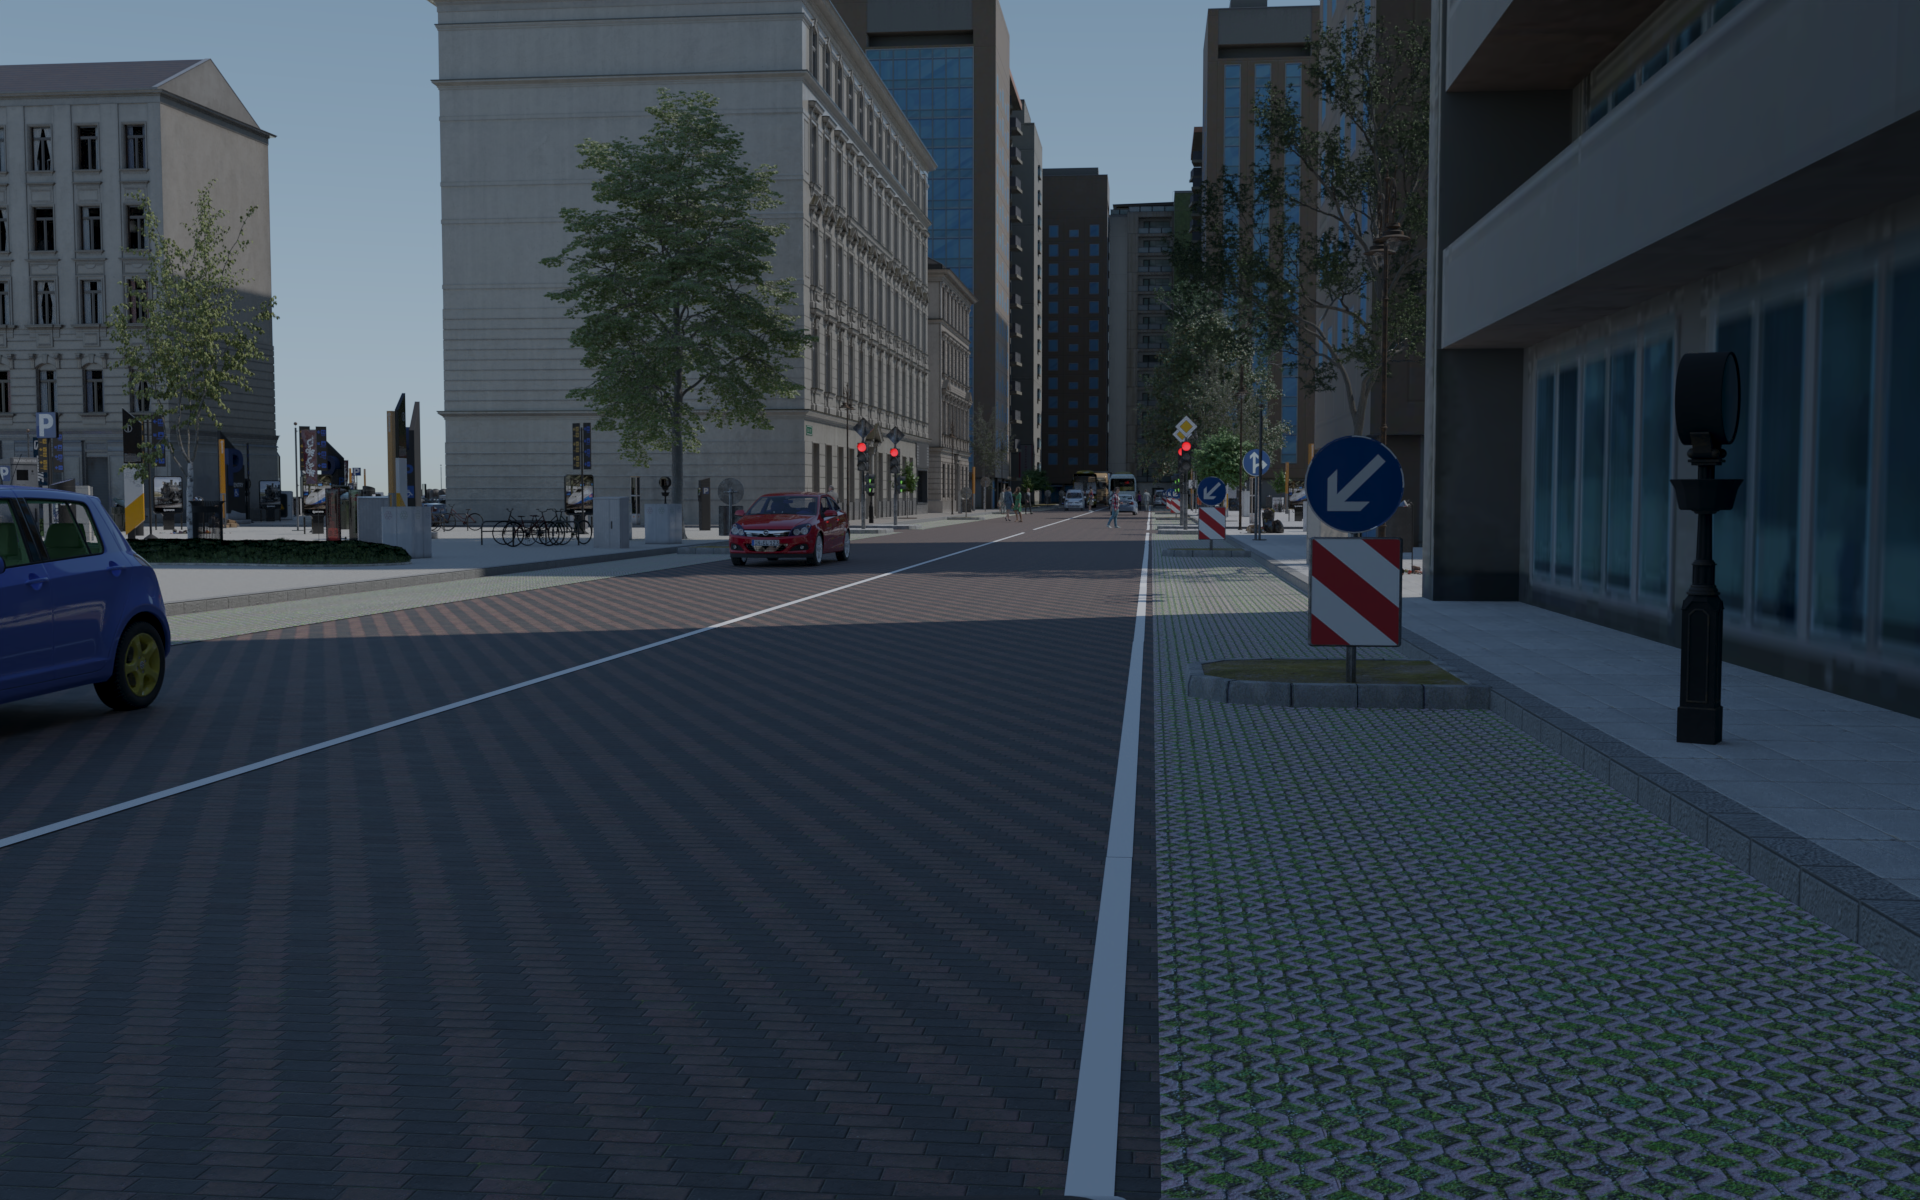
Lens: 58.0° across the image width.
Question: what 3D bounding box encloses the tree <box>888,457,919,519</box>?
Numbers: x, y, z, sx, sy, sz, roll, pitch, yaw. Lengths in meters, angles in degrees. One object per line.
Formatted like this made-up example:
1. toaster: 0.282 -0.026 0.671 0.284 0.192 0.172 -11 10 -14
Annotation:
1. tree: -2.735 -5.870 90.574 1.663 3.219 1.824 0 3 0

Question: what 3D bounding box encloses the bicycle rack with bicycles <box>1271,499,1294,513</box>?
1. bicycle rack with bicycles: 22.511 -6.469 119.147 2.852 0.926 2.925 2 4 28

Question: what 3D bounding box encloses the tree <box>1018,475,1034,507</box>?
1. tree: 6.753 -11.128 176.541 1.663 3.219 1.824 0 3 0

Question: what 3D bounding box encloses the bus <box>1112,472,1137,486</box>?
1. bus: 17.836 -12.105 189.461 2.896 3.916 12.252 0 4 6

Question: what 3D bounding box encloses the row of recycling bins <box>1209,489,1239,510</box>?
1. row of recycling bins: 20.894 -7.932 136.798 1.069 1.692 3.534 -3 5 -44

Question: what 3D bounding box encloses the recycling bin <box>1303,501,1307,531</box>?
1. recycling bin: 12.223 -2.863 59.364 0.722 1.027 0.722 -1 4 -11

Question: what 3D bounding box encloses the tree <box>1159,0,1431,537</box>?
1. tree: 7.473 -6.044 33.236 8.767 10.594 7.601 2 4 32

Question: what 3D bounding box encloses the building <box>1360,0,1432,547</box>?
1. building: 17.408 -24.235 46.349 14.600 45.320 14.200 0 4 6

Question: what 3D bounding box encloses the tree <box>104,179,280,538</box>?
1. tree: -18.271 -5.540 40.943 4.737 8.622 4.395 0 3 0

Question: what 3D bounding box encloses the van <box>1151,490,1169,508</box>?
1. van: 20.875 -10.561 179.681 2.013 2.044 4.112 0 4 5

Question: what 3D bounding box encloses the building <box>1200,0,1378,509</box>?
1. building: 29.129 -31.043 157.657 14.600 45.320 14.200 0 4 6

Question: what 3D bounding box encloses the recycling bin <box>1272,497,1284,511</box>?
1. recycling bin: 23.690 -7.120 128.965 0.722 1.027 0.722 1 4 21

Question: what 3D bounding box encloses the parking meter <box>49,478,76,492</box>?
1. parking meter: -14.164 -1.159 27.366 0.372 1.533 0.369 0 3 0

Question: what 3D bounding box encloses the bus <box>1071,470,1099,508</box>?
1. bus: 13.285 -11.755 183.737 2.896 3.916 12.252 0 4 4

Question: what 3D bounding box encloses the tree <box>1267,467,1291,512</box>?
1. tree: 22.952 -7.886 123.531 1.663 3.219 1.824 0 3 0

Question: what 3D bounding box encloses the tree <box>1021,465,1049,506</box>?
1. tree: 8.347 -12.791 192.854 4.285 4.588 4.351 0 3 0

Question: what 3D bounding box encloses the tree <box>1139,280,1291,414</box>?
1. tree: 20.914 -17.460 141.361 12.611 20.169 13.585 0 3 0

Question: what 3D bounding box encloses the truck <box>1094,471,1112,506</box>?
1. truck: 17.517 -13.965 217.247 2.839 4.237 11.283 0 4 8

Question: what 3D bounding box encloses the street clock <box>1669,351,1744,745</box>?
1. street clock: 3.830 -0.265 8.910 0.358 2.002 0.471 2 4 35

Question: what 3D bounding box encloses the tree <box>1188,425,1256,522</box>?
1. tree: 12.442 -5.975 81.413 4.285 4.588 4.351 0 3 0

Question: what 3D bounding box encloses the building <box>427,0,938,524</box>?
1. building: -12.020 -19.445 94.336 17.030 29.872 44.131 0 4 6

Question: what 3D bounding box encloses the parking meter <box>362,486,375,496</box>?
1. parking meter: -17.875 -2.691 52.412 0.372 1.533 0.369 0 3 0

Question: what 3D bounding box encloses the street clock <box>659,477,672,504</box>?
1. street clock: -12.191 -4.104 71.665 0.471 2.002 0.358 1 4 20

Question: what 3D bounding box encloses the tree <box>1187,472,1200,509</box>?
1. tree: 20.543 -9.553 150.799 1.663 3.219 1.824 0 3 0

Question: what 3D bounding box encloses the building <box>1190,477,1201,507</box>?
1. building: 39.891 -29.603 175.897 32.217 40.220 23.993 0 4 6

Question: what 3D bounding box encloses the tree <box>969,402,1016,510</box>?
1. tree: 2.223 -11.531 138.897 4.360 8.622 3.978 0 3 0

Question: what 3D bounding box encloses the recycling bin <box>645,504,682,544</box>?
1. recycling bin: -7.631 -1.958 44.562 0.722 1.027 0.722 1 4 20

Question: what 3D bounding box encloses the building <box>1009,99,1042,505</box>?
1. building: -1.187 -35.911 210.850 21.600 48.544 21.300 0 4 6

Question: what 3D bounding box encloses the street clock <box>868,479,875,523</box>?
1. street clock: -3.893 -4.366 75.960 0.358 2.002 0.471 0 4 8

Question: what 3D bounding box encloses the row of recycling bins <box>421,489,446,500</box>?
1. row of recycling bins: -39.948 -7.603 131.425 3.534 1.692 1.069 3 5 42

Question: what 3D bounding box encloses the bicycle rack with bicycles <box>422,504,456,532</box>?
1. bicycle rack with bicycles: -18.300 -2.836 59.753 2.925 0.926 2.852 1 4 11

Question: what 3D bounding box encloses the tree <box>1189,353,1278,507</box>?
1. tree: 14.132 -8.580 90.653 4.360 8.622 3.978 0 3 0

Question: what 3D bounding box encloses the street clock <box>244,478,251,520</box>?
1. street clock: -33.059 -4.630 80.273 0.358 2.002 0.471 0 4 4

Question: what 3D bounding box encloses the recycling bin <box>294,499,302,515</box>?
1. recycling bin: -41.276 -5.810 107.543 0.722 1.027 0.722 -1 4 -17

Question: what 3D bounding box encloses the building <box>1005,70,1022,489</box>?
1. building: -5.274 -31.896 176.123 22.147 44.769 28.867 0 4 6

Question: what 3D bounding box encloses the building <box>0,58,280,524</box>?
1. building: -42.480 -14.122 80.044 18.267 20.994 9.793 0 4 6

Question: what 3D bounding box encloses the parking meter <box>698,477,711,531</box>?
1. parking meter: -8.970 -3.366 60.741 0.399 1.863 0.255 -2 4 -31

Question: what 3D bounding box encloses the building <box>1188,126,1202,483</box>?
1. building: 37.976 -33.527 202.792 22.147 44.769 28.867 0 4 6

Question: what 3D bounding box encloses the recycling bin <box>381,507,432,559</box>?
1. recycling bin: -11.073 -1.353 34.669 0.722 1.027 0.722 1 4 13

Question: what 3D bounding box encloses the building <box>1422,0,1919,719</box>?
1. building: 15.198 -23.538 8.547 21.300 48.544 21.600 0 4 6

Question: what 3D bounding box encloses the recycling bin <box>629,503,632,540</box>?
1. recycling bin: -9.602 -2.180 48.205 0.722 1.027 0.722 1 4 16

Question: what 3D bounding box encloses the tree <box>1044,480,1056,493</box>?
1. tree: 11.245 -13.963 222.896 1.663 3.219 1.824 0 3 0

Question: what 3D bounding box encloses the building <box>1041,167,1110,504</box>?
1. building: 13.138 -35.885 236.832 14.200 45.320 14.600 0 4 6

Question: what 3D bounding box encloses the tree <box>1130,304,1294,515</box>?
1. tree: 14.899 -11.450 104.209 9.611 12.733 9.660 0 3 0

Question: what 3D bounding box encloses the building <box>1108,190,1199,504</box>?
1. building: 27.238 -33.774 235.792 14.086 41.232 14.154 0 4 6

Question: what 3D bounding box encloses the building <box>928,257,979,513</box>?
1. building: -4.858 -15.969 125.718 10.561 19.102 19.286 0 4 6

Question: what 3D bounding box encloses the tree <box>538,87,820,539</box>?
1. tree: -7.832 -7.982 48.629 7.486 12.596 7.792 0 3 0

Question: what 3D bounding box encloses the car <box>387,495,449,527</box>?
1. car: -23.088 -3.570 70.367 4.499 1.417 2.014 1 4 8

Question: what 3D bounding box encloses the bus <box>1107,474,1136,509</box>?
1. bus: 15.761 -10.629 168.649 2.948 3.499 13.247 0 4 5

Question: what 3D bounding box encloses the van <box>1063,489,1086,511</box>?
1. van: 9.908 -8.731 149.755 2.013 2.044 4.112 0 4 6

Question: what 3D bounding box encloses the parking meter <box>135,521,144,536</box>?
1. parking meter: -25.301 -2.741 53.219 0.372 1.533 0.369 0 3 0

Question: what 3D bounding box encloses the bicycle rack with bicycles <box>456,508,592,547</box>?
1. bicycle rack with bicycles: -10.568 -1.835 43.391 2.925 0.926 2.852 -3 5 -39

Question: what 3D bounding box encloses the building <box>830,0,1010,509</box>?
1. building: -3.075 -30.817 153.965 14.600 45.320 14.200 0 4 6
